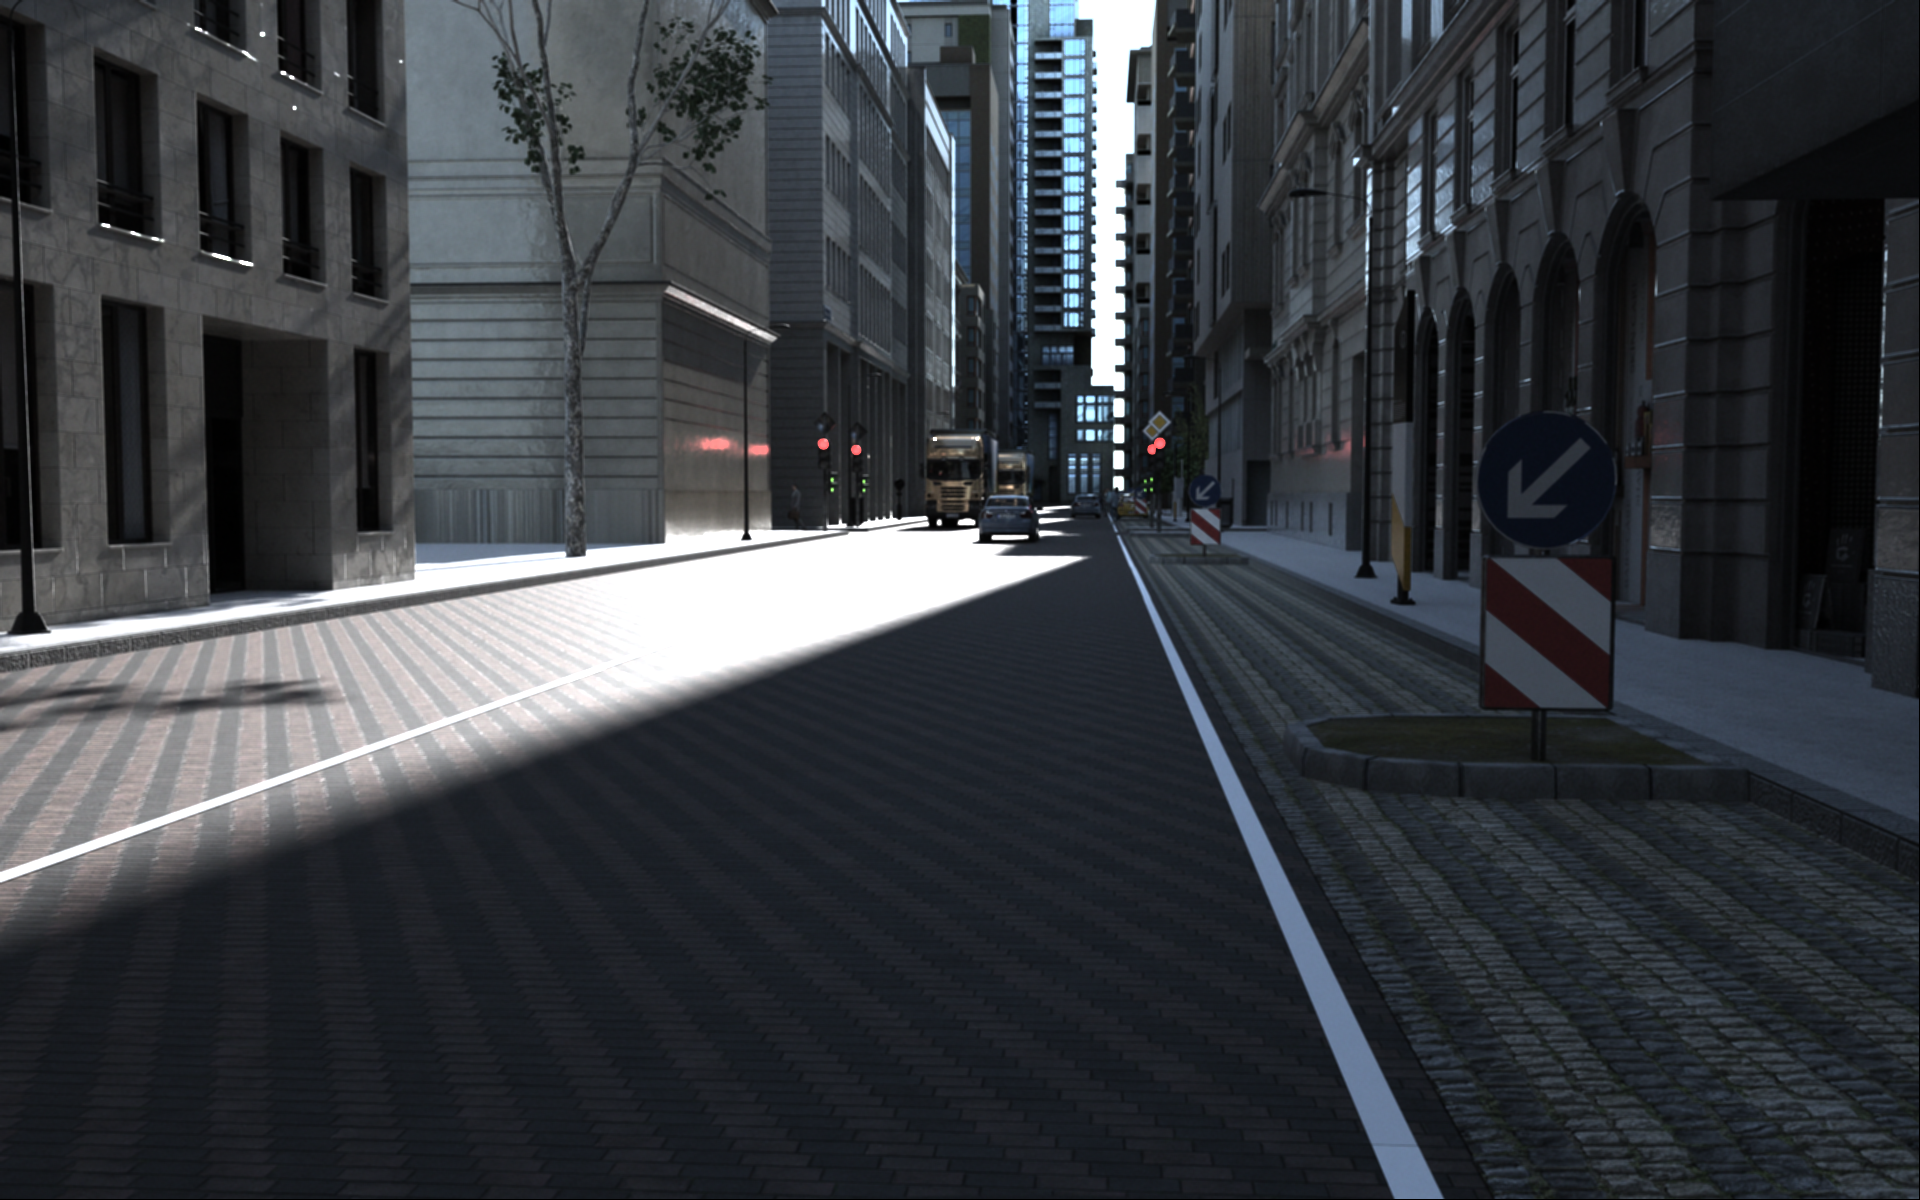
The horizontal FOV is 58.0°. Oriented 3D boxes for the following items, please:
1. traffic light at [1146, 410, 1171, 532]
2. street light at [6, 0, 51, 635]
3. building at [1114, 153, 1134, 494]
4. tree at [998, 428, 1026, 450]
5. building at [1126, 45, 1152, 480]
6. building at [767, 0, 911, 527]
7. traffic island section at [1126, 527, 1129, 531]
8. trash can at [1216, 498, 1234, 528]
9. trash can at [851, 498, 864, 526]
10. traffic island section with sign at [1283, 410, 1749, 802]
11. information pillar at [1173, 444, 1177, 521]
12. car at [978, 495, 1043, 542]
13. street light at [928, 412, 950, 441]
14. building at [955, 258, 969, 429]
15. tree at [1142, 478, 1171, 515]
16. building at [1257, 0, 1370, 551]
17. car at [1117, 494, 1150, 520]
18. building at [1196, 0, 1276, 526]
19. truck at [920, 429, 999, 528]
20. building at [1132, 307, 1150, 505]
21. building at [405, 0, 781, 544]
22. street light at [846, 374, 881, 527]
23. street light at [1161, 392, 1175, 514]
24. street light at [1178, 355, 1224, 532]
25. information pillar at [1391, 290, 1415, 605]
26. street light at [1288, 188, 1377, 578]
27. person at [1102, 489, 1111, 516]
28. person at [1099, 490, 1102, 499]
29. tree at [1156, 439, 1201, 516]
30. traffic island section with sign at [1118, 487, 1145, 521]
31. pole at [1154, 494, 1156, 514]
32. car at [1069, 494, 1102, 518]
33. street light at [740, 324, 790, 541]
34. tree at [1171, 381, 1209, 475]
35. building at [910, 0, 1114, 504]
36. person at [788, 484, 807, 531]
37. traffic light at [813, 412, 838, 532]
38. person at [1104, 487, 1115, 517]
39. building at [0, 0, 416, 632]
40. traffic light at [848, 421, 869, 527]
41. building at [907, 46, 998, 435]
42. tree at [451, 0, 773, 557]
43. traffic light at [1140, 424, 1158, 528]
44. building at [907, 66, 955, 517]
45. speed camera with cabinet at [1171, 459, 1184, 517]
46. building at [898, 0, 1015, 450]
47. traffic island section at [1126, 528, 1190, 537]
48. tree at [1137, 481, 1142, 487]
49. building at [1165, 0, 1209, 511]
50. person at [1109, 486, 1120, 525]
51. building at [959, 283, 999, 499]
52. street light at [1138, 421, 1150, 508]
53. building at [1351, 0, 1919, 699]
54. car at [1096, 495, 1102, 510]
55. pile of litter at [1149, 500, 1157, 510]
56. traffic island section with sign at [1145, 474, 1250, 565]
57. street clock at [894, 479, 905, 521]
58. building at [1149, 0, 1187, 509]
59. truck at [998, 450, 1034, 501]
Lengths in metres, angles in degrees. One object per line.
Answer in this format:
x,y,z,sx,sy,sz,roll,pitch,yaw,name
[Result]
6.681,-4.239,58.226,0.839,4.253,0.868,0,4,5,traffic light
-8.042,-2.642,15.741,1.470,5.913,1.316,0,4,5,street light
36.192,-37.617,234.641,30.456,49.044,23.786,0,4,5,building
5.655,-14.874,193.558,4.360,8.622,3.978,0,3,0,tree
33.781,-37.435,201.305,28.713,52.752,27.495,0,4,5,building
-9.447,-18.585,81.357,11.434,29.767,29.804,0,4,5,building
7.362,-2.692,66.296,2.009,0.180,2.903,0,4,5,traffic island section
9.989,-3.292,65.481,0.748,1.137,0.748,0,3,0,trash can
-4.221,-3.590,70.356,0.748,1.137,0.748,0,3,0,trash can
2.745,-0.025,9.031,1.989,1.847,2.006,0,4,5,traffic island section with sign
10.086,-5.494,81.173,0.183,3.616,0.504,0,4,4,information pillar
1.521,-2.510,53.045,2.014,1.417,4.499,0,4,4,car
-1.270,-7.681,98.127,1.470,5.913,1.316,0,4,5,street light
-5.866,-17.793,127.080,11.583,22.565,21.152,0,4,5,building
12.634,-6.878,107.062,1.663,3.219,1.824,0,3,0,tree
15.517,-15.772,45.265,14.401,28.519,23.554,0,4,5,building
9.524,-5.233,95.788,2.015,1.641,3.980,0,4,4,car
24.407,-29.890,77.939,27.495,52.752,28.713,0,4,5,building
0.126,-5.392,77.066,2.839,4.237,11.283,0,4,5,truck
31.512,-20.106,173.772,27.650,21.520,28.899,0,4,5,building
-21.188,-13.389,52.189,30.059,22.955,16.112,0,4,5,building
-3.739,-5.776,66.982,1.470,5.913,1.316,0,4,5,street light
9.881,-6.507,78.927,1.470,5.913,1.316,0,4,5,street light
8.158,-5.233,58.095,1.470,5.913,1.316,0,4,5,street light
5.158,-1.762,20.166,0.183,3.616,0.504,0,4,-4,information pillar
5.688,-3.297,26.448,1.470,5.913,1.316,0,4,5,street light
9.603,-6.423,113.785,0.520,1.790,0.573,-1,4,-21,person
13.127,-9.381,161.954,0.705,1.814,1.350,2,4,26,person
12.848,-7.299,103.049,4.285,4.588,4.351,0,3,0,tree
9.350,-5.027,90.815,1.989,1.847,2.006,0,4,5,traffic island section with sign
12.589,-7.253,112.434,0.158,3.312,0.155,0,3,0,pole
7.526,-5.610,103.729,2.014,1.417,4.499,0,4,3,car
-5.357,-4.592,47.617,1.470,5.913,1.316,0,4,5,street light
15.546,-9.758,109.910,4.737,8.622,4.395,0,3,0,tree
5.436,-56.403,234.853,31.000,86.520,22.319,0,4,5,building
-6.117,-3.417,64.490,0.853,1.813,0.709,-2,4,-33,person
-4.595,-4.293,59.115,0.839,4.253,0.868,0,4,5,traffic light
9.198,-6.014,106.690,0.748,1.841,0.638,2,4,26,person
-13.947,-9.937,17.225,10.420,20.320,16.860,0,4,5,building
-3.954,-4.780,67.075,0.839,4.253,0.868,0,4,5,traffic light
-3.378,-32.291,178.068,14.600,45.320,14.200,0,4,5,building
-6.612,-10.897,34.063,12.611,20.169,13.585,0,3,0,tree
7.323,-4.726,66.186,0.839,4.253,0.868,0,4,5,traffic light
-7.128,-17.647,106.543,12.078,24.808,19.932,0,4,5,building
12.329,-6.350,98.161,0.660,3.252,2.038,0,4,4,speed camera with cabinet
-7.796,-40.692,207.308,28.212,58.520,21.231,0,4,5,building
6.721,-2.205,58.337,2.009,0.180,2.903,0,4,5,traffic island section
15.825,-9.186,144.790,1.663,3.219,1.824,0,3,0,tree
26.301,-28.773,125.058,22.147,44.769,28.867,0,4,5,building
7.258,-4.438,81.332,0.793,1.790,0.793,1,4,20,person
-11.120,-19.131,157.837,27.650,21.520,28.899,0,4,5,building
12.212,-8.399,109.860,1.470,5.913,1.316,0,4,5,street light
12.767,-10.973,21.208,13.314,21.916,24.055,0,4,5,building
11.726,-8.613,153.404,1.945,1.354,3.894,0,4,5,car
15.260,-7.625,138.637,1.176,0.858,1.719,0,4,4,pile of litter
4.926,-1.668,35.898,1.989,1.847,2.006,0,4,5,traffic island section with sign
-2.944,-4.857,83.980,0.471,2.002,0.358,-1,4,-20,street clock
23.845,-30.702,152.082,14.600,45.320,14.200,0,4,5,building
3.309,-7.527,111.975,2.839,4.237,11.283,0,4,5,truck
